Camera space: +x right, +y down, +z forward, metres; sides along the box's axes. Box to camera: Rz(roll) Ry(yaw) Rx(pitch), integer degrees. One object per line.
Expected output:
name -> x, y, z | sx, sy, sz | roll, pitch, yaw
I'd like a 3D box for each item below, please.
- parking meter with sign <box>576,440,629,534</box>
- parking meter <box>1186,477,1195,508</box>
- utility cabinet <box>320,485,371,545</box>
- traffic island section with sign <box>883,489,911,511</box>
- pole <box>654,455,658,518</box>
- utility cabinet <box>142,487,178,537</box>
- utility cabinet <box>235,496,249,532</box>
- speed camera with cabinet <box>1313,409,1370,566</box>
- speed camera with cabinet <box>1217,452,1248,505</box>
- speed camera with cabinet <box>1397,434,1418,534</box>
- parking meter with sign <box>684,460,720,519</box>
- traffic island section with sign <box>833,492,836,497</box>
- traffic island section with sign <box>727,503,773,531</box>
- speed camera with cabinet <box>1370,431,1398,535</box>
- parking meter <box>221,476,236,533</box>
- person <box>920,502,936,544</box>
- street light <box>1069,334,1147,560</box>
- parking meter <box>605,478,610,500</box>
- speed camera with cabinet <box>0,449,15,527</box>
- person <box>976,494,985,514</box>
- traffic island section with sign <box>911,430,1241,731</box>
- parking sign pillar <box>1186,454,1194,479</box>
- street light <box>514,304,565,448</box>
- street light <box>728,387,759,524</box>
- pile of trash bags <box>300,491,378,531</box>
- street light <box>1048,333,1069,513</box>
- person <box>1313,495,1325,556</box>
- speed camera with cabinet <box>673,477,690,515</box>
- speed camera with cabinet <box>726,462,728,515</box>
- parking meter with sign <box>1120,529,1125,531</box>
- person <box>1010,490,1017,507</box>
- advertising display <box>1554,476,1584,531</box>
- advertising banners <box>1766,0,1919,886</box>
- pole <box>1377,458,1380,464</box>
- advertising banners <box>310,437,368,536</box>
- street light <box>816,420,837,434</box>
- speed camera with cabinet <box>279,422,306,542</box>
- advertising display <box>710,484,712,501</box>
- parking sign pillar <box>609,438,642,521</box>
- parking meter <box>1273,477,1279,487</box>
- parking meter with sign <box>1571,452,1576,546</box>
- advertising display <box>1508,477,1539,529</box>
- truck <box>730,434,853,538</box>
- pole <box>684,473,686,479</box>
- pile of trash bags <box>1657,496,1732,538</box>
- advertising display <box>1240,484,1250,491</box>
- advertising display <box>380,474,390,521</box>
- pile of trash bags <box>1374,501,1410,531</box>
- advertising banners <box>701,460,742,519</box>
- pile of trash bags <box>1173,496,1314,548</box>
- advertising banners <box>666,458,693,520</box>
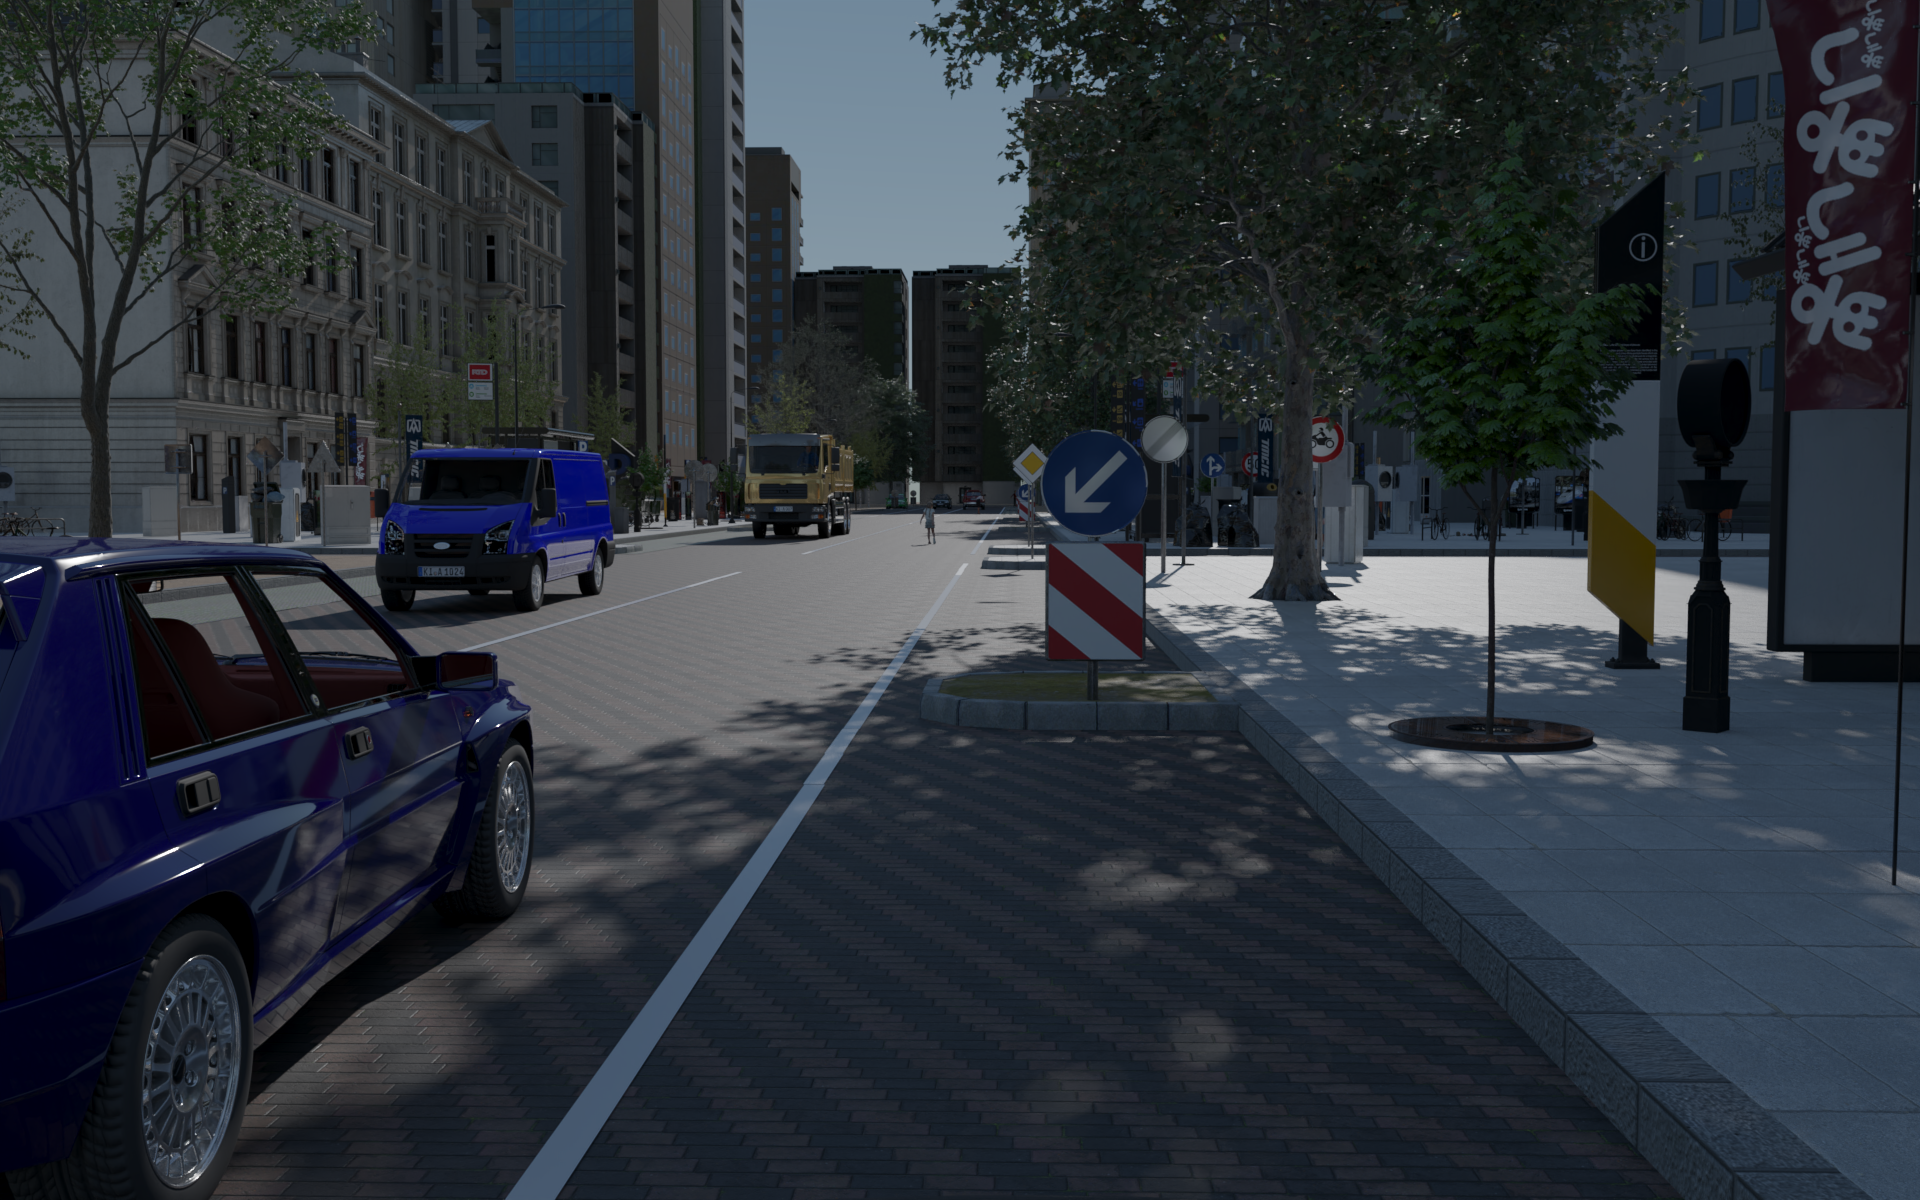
parking meter with sign -> -11.553, -3.664, 56.165 | 1.738, 3.016, 0.543 | 1, 4, 23
parking meter -> 7.639, -3.203, 58.086 | 0.399, 1.863, 0.255 | 3, 5, 40
utility cabinet -> -15.361, -2.119, 43.318 | 0.318, 1.500, 1.173 | 3, 5, 44
traffic island section with sign -> -5.430, -8.398, 145.927 | 1.989, 1.847, 2.006 | 0, 4, 2
pole -> -16.009, -5.965, 91.364 | 0.158, 3.312, 0.155 | 0, 3, 0
utility cabinet -> -23.996, -2.645, 51.925 | 0.318, 1.500, 1.173 | 1, 4, 13
utility cabinet -> -24.698, -2.948, 59.355 | 0.306, 1.237, 1.020 | 0, 4, -6
speed camera with cabinet -> 6.925, -2.277, 31.573 | 0.660, 3.252, 2.038 | 1, 4, 21
speed camera with cabinet -> 13.164, -5.348, 81.776 | 2.038, 3.252, 0.660 | 0, 4, 4
speed camera with cabinet -> 14.215, -3.758, 55.786 | 0.660, 3.252, 2.038 | 0, 4, 2
parking meter with sign -> -13.015, -5.585, 87.571 | 1.738, 3.016, 0.543 | 1, 4, 17
traffic island section with sign -> -7.047, -5.227, 94.087 | 1.989, 1.847, 2.006 | 0, 4, 2
traffic island section with sign -> -7.893, -3.579, 67.145 | 1.989, 1.847, 2.006 | 0, 4, 2
speed camera with cabinet -> 12.521, -3.632, 53.727 | 2.038, 3.252, 0.660 | -2, 4, -34
parking meter -> -23.876, -3.108, 56.529 | 0.399, 1.863, 0.255 | 2, 4, 32
person -> -0.914, -2.201, 49.499 | 0.505, 1.210, 0.382 | 1, 4, 12
street light -> 2.942, -3.744, 33.752 | 1.470, 5.913, 1.316 | 0, 4, 2
parking meter -> -11.350, -3.015, 55.010 | 0.255, 1.863, 0.399 | 3, 5, 44
speed camera with cabinet -> -31.700, -3.764, 55.883 | 2.038, 3.252, 0.660 | -3, 5, -42
person -> 1.426, -6.732, 121.751 | 0.628, 1.438, 0.799 | 0, 4, 1
traffic island section with sign -> 0.747, -0.174, 11.465 | 1.989, 1.847, 2.006 | 0, 4, 2
parking sign pillar -> 15.395, -7.843, 116.708 | 1.447, 3.967, 1.447 | 0, 4, -6
street light -> -10.348, -4.280, 42.517 | 1.470, 5.913, 1.316 | 0, 4, 2
street light -> -9.394, -6.283, 75.263 | 1.470, 5.913, 1.316 | 0, 4, 2
pile of trash bags -> -21.400, -3.068, 59.910 | 3.447, 1.369, 1.912 | 2, 4, 25
street light -> 3.362, -4.736, 49.978 | 1.470, 5.913, 1.316 | 0, 4, 2
person -> 7.575, -1.683, 36.044 | 0.654, 1.822, 0.581 | 0, 4, 0
speed camera with cabinet -> -17.197, -6.888, 106.953 | 0.660, 3.252, 2.038 | -1, 4, -23
speed camera with cabinet -> -13.775, -6.953, 108.015 | 2.038, 3.252, 0.660 | 1, 4, 18
parking meter with sign -> 5.060, -3.904, 60.087 | 0.543, 3.016, 1.738 | -3, 4, -39
person -> 6.099, -11.153, 190.812 | 1.348, 1.831, 0.705 | -2, 4, -27
advertising display -> 21.252, -3.377, 60.434 | 0.974, 1.923, 0.123 | 1, 4, 14
advertising banners -> 3.576, -0.572, 5.548 | 2.074, 3.025, 0.090 | 0, 4, 5
pole -> 23.359, -6.296, 96.775 | 0.158, 3.312, 0.155 | 0, 3, 0
advertising banners -> -19.089, -3.493, 53.306 | 2.074, 3.025, 0.090 | 1, 4, 16
street light -> -8.382, -8.285, 108.007 | 1.470, 5.913, 1.316 | 0, 4, 2
speed camera with cabinet -> -18.276, -3.233, 47.198 | 0.660, 3.252, 2.038 | -1, 4, -12
advertising display -> -15.552, -6.270, 107.734 | 0.123, 1.923, 0.974 | 0, 4, 1
parking sign pillar -> -16.231, -5.791, 83.158 | 1.447, 3.967, 1.447 | 2, 4, 24
parking meter -> 10.029, -3.051, 55.603 | 0.255, 1.863, 0.399 | -3, 4, -36
parking meter with sign -> 15.937, -2.832, 42.563 | 1.738, 3.016, 0.543 | 2, 4, 34
advertising display -> 20.786, -3.599, 64.062 | 0.974, 1.923, 0.123 | 0, 4, 5
truck -> -5.341, -3.799, 58.039 | 3.469, 3.379, 9.791 | 0, 4, 2
pole -> -17.271, -7.058, 109.244 | 0.158, 3.312, 0.155 | 0, 3, 0
pile of trash bags -> 21.097, -2.543, 51.330 | 3.447, 1.369, 1.912 | 2, 4, 31
advertising display -> 18.274, -6.436, 110.443 | 0.974, 1.923, 0.123 | 3, 5, 44
advertising display -> -18.347, -3.063, 55.291 | 0.123, 1.923, 0.974 | -2, 4, -27
pile of trash bags -> 14.930, -3.161, 61.438 | 1.912, 1.369, 3.447 | 0, 4, 6
advertising banners -> -12.276, -5.690, 89.221 | 2.074, 3.025, 0.090 | -1, 4, -14
pile of trash bags -> 6.899, -1.987, 42.243 | 3.447, 1.369, 1.912 | 1, 4, 10
advertising banners -> -13.876, -5.452, 85.332 | 0.090, 3.025, 2.074 | 2, 4, 33
